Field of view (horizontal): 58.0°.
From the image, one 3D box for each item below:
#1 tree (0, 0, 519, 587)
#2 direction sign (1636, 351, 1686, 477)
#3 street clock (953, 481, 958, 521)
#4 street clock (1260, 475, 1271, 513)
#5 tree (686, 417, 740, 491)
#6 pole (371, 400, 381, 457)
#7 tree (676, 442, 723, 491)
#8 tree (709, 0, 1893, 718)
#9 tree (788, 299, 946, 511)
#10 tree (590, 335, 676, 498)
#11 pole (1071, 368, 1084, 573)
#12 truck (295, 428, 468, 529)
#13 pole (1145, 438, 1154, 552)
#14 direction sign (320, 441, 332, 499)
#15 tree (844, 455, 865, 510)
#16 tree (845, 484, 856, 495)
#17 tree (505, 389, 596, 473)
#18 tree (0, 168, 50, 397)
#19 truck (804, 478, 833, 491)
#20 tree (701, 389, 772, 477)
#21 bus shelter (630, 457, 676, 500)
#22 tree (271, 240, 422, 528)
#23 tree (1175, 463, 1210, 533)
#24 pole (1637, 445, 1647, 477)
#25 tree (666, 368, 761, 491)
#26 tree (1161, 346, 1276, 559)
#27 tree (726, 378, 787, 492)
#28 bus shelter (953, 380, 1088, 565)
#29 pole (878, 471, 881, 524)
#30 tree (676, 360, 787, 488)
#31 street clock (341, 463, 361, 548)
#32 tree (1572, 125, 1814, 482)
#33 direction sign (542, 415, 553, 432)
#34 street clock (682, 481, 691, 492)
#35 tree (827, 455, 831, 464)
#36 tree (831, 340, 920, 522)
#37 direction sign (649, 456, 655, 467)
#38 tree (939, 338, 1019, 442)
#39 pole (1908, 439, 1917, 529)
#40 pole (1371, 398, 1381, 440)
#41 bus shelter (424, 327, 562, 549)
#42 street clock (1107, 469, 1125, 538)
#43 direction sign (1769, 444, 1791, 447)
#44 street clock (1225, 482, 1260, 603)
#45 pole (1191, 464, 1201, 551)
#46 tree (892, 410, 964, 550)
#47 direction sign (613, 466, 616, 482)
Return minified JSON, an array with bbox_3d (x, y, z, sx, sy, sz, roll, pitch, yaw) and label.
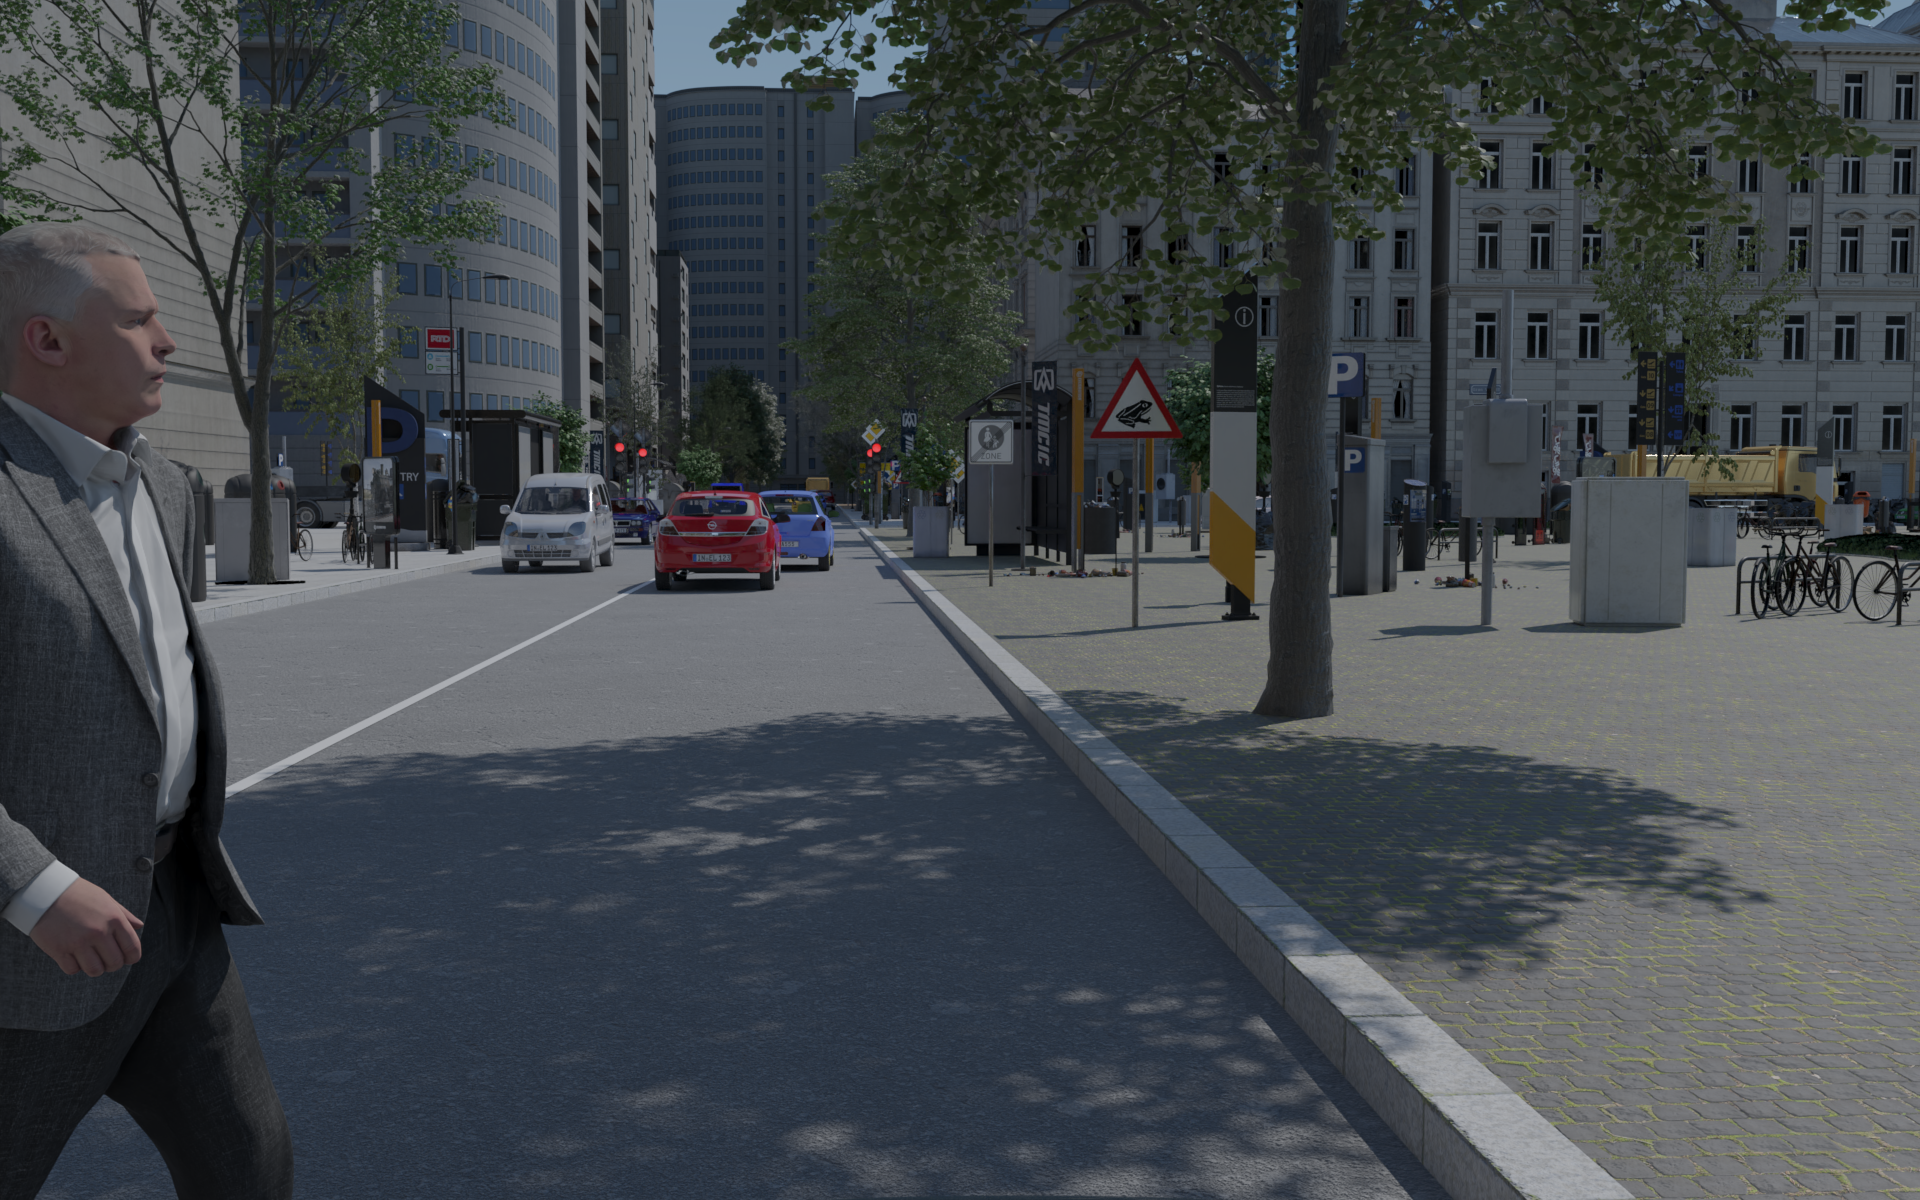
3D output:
[{"bbox_3d":[-10.008,-6.017,24.132,9.928,11.665,9.643,0,3,0],"label":"tree"},{"bbox_3d":[11.177,-2.183,27.682,0.876,3.537,0.379,-1,4,-17],"label":"direction sign"},{"bbox_3d":[-0.348,-4.787,82.837,0.471,2.002,0.358,-3,4,-37],"label":"street clock"},{"bbox_3d":[8.159,-2.562,46.462,0.358,2.002,0.471,3,5,42],"label":"street clock"},{"bbox_3d":[-19.608,-11.477,138.010,4.737,8.622,4.395,0,3,0],"label":"tree"},{"bbox_3d":[-12.683,-2.682,37.699,0.158,3.312,0.155,0,3,0],"label":"pole"},{"bbox_3d":[-16.607,-7.754,110.497,4.285,4.588,4.351,0,3,0],"label":"tree"},{"bbox_3d":[2.387,-5.611,9.867,7.486,12.596,7.792,0,3,0],"label":"tree"},{"bbox_3d":[-5.344,-11.891,104.795,12.009,13.543,11.850,0,3,0],"label":"tree"},{"bbox_3d":[-14.851,-7.914,79.748,4.360,8.622,3.978,0,3,0],"label":"tree"},{"bbox_3d":[1.920,-2.103,28.224,0.158,3.312,0.155,0,3,0],"label":"pole"},{"bbox_3d":[-27.755,-4.668,66.074,18.799,4.110,2.967,0,4,-3],"label":"truck"},{"bbox_3d":[4.162,-2.704,38.046,0.158,3.312,0.155,0,3,0],"label":"pole"},{"bbox_3d":[-27.120,-5.027,74.194,0.379,3.537,0.876,1,4,10],"label":"direction sign"},{"bbox_3d":[-7.877,-9.621,141.023,4.285,4.588,4.351,0,3,0],"label":"tree"},{"bbox_3d":[-13.554,-13.416,213.948,1.663,3.219,1.824,0,3,0],"label":"tree"},{"bbox_3d":[-13.084,-4.329,54.493,4.285,4.588,4.351,0,3,0],"label":"tree"},{"bbox_3d":[-9.147,-1.884,14.520,4.285,4.588,4.351,0,3,0],"label":"tree"},{"bbox_3d":[-16.798,-12.786,204.968,3.469,3.379,9.791,0,4,-3],"label":"truck"},{"bbox_3d":[-22.005,-14.777,167.357,9.928,11.665,9.643,0,3,0],"label":"tree"},{"bbox_3d":[-17.313,-6.361,97.933,2.014,3.302,5.546,0,4,-4],"label":"bus shelter"},{"bbox_3d":[-17.353,-6.022,48.829,4.737,8.622,4.395,0,3,0],"label":"tree"},{"bbox_3d":[7.903,-3.859,57.701,1.663,3.219,1.824,0,3,0],"label":"tree"},{"bbox_3d":[16.385,-2.923,41.642,0.158,3.312,0.155,0,3,0],"label":"pole"},{"bbox_3d":[-18.109,-11.804,127.409,7.601,10.594,8.767,-1,4,-9],"label":"tree"},{"bbox_3d":[5.550,-3.130,34.897,4.285,4.588,4.351,0,3,0],"label":"tree"},{"bbox_3d":[-23.635,-17.428,191.600,9.857,13.997,8.962,0,3,0],"label":"tree"},{"bbox_3d":[1.062,-2.417,33.445,2.014,3.302,5.546,0,4,-4],"label":"bus shelter"},{"bbox_3d":[-3.476,-4.926,74.387,0.158,3.312,0.155,0,3,0],"label":"pole"},{"bbox_3d":[-19.609,-14.117,147.821,9.611,12.733,9.660,0,3,0],"label":"tree"},{"bbox_3d":[-14.323,-2.215,40.783,0.358,2.002,0.471,1,4,18],"label":"street clock"},{"bbox_3d":[14.185,-5.137,34.351,4.737,8.622,4.395,0,3,0],"label":"tree"},{"bbox_3d":[-11.897,-3.532,49.744,0.379,3.537,0.876,1,4,13],"label":"direction sign"},{"bbox_3d":[-14.718,-5.428,93.324,0.358,2.002,0.471,2,4,30],"label":"street clock"},{"bbox_3d":[-12.802,-15.052,196.455,4.360,8.622,3.978,0,3,0],"label":"tree"},{"bbox_3d":[-3.665,-7.929,80.003,4.360,8.622,3.978,0,3,0],"label":"tree"},{"bbox_3d":[-18.581,-6.874,104.379,0.379,3.537,0.876,-2,4,-34],"label":"direction sign"},{"bbox_3d":[0.972,-7.863,78.915,4.360,8.622,3.978,0,3,0],"label":"tree"},{"bbox_3d":[35.118,-4.284,63.891,0.158,3.312,0.155,0,3,0],"label":"pole"},{"bbox_3d":[8.818,-2.626,36.776,0.158,3.312,0.155,0,3,0],"label":"pole"},{"bbox_3d":[-11.948,-4.081,44.357,2.179,5.291,8.768,0,4,-5],"label":"bus shelter"},{"bbox_3d":[4.502,-2.785,50.112,0.471,2.002,0.358,-2,4,-31],"label":"street clock"},{"bbox_3d":[37.122,-5.304,78.721,0.876,3.537,0.379,-1,4,-12],"label":"direction sign"},{"bbox_3d":[3.248,-0.973,20.487,0.471,2.002,0.358,0,4,2],"label":"street clock"},{"bbox_3d":[5.277,-2.744,38.707,0.158,3.312,0.155,0,3,0],"label":"pole"},{"bbox_3d":[-0.834,-2.777,40.000,1.663,3.219,1.824,0,3,0],"label":"tree"},{"bbox_3d":[-28.296,-9.168,141.886,0.379,3.537,0.876,-2,4,-27],"label":"direction sign"}]
